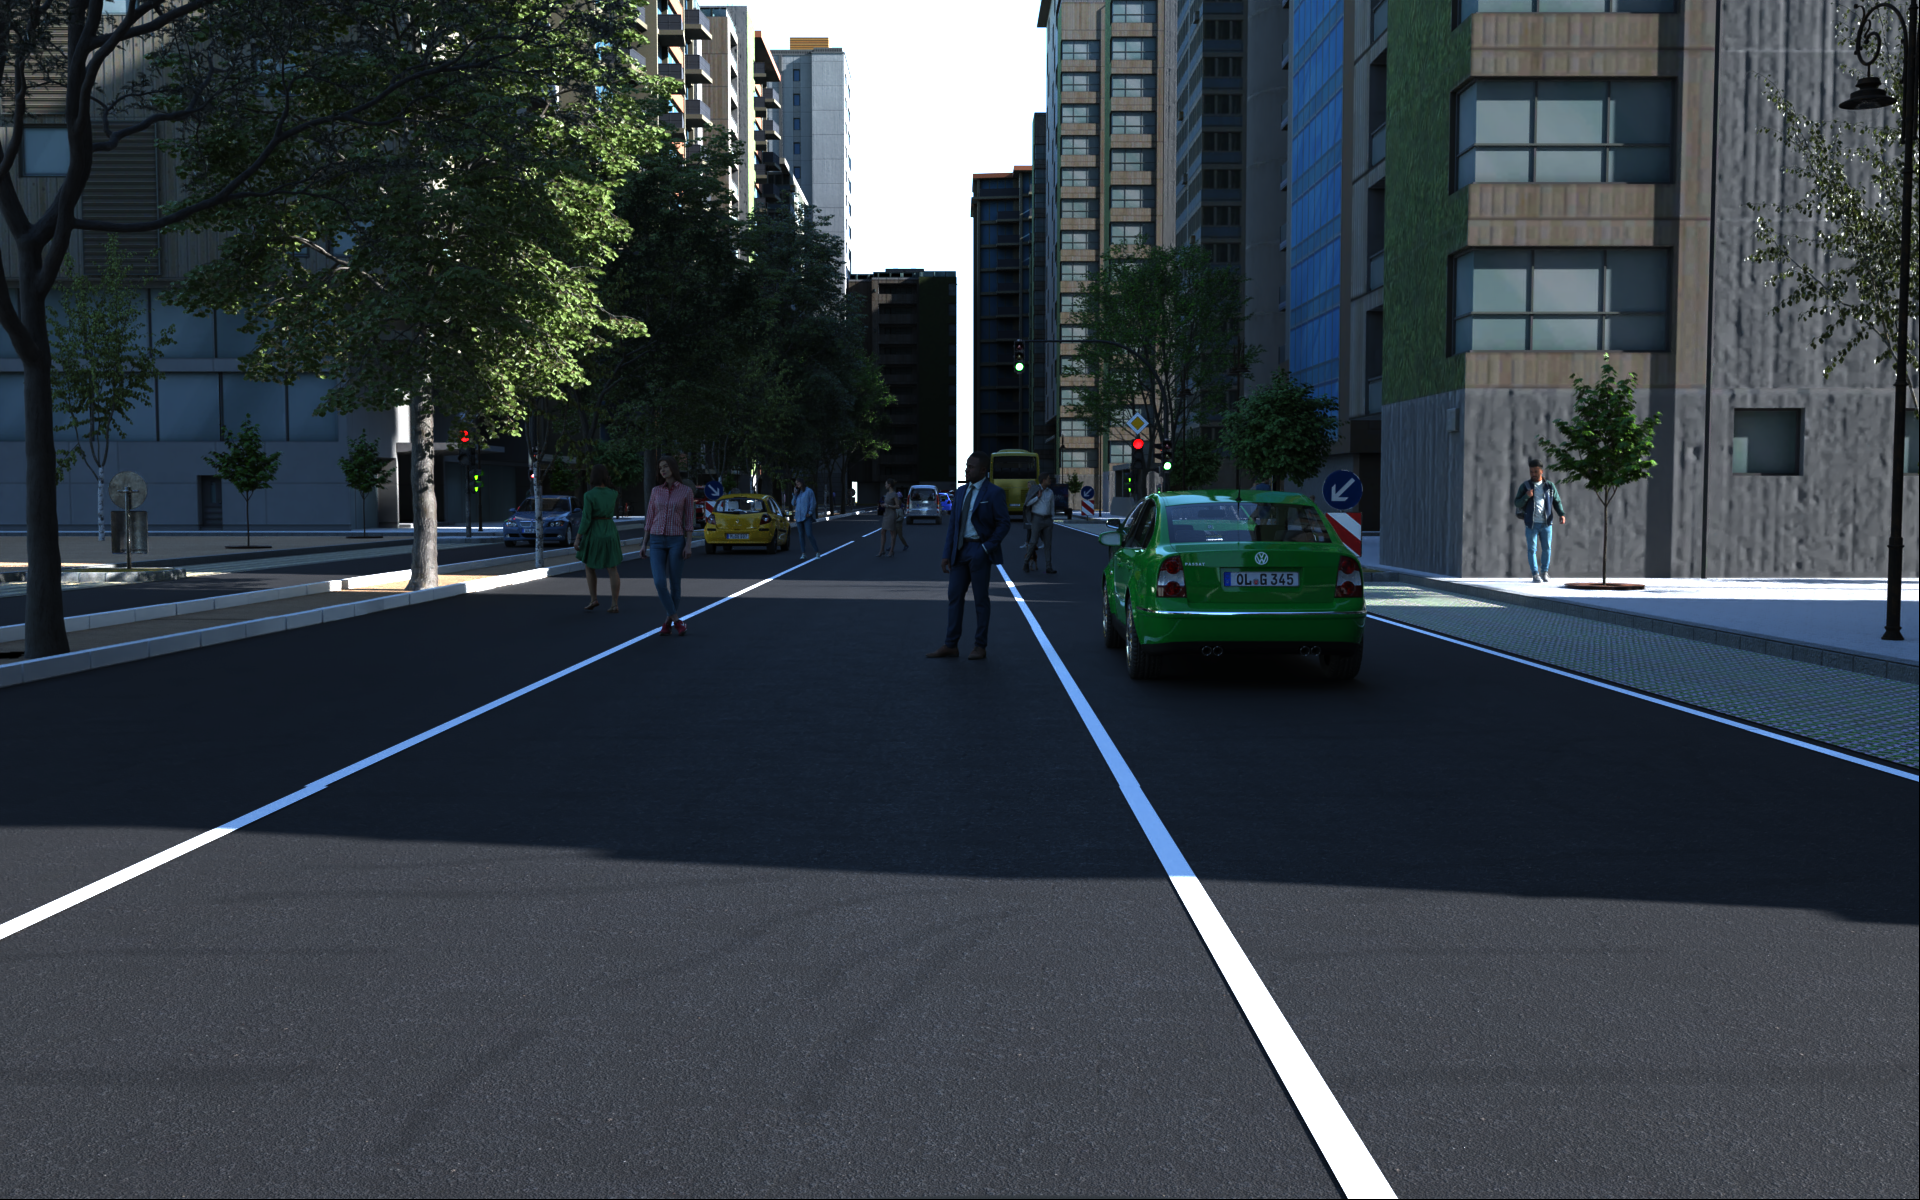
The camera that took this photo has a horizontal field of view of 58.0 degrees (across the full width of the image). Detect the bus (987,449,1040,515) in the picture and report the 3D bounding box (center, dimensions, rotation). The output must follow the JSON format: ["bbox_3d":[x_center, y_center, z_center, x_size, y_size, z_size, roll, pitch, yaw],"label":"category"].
[{"bbox_3d":[2.912,-6.283,94.271,2.896,3.916,12.252,0,4,1],"label":"bus"}]

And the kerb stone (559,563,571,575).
[{"bbox_3d":[-7.183,-0.540,31.050,0.120,0.150,1.000,0,3,0],"label":"kerb stone"}]

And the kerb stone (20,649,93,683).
[{"bbox_3d":[-7.140,0.526,13.594,0.120,0.150,1.000,0,3,0],"label":"kerb stone"}]

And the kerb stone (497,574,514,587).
[{"bbox_3d":[-7.169,-0.290,26.941,0.120,0.150,1.000,0,3,0],"label":"kerb stone"}]

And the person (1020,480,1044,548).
[{"bbox_3d":[1.949,-2.268,45.770,0.728,1.800,0.709,0,4,0],"label":"person"}]

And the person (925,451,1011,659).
[{"bbox_3d":[0.102,-0.394,15.131,0.721,1.800,0.419,2,4,31],"label":"person"}]

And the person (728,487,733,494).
[{"bbox_3d":[-17.372,-7.647,131.409,0.444,1.785,0.601,-3,4,-36],"label":"person"}]

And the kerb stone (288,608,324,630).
[{"bbox_3d":[-7.146,0.217,18.732,0.120,0.150,1.000,0,3,0],"label":"kerb stone"}]

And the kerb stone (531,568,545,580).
[{"bbox_3d":[-7.171,-0.415,29.004,0.120,0.150,1.000,0,3,0],"label":"kerb stone"}]

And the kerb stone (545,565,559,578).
[{"bbox_3d":[-7.177,-0.479,30.026,0.120,0.150,1.000,0,3,0],"label":"kerb stone"}]

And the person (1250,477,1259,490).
[{"bbox_3d":[8.481,-2.621,49.239,0.374,1.781,0.599,-2,4,-30],"label":"person"}]

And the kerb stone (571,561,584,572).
[{"bbox_3d":[-7.176,-0.604,32.077,0.120,0.150,1.000,0,3,0],"label":"kerb stone"}]

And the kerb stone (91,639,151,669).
[{"bbox_3d":[-7.144,0.464,14.616,0.120,0.150,1.000,0,3,0],"label":"kerb stone"}]

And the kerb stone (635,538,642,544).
[{"bbox_3d":[-9.322,-1.671,49.522,0.120,0.150,1.000,0,3,0],"label":"kerb stone"}]

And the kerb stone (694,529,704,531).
[{"bbox_3d":[-9.340,-2.455,62.337,0.120,0.150,1.000,0,3,0],"label":"kerb stone"}]

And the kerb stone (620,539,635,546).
[{"bbox_3d":[-9.311,-1.604,48.496,0.120,0.150,1.000,0,3,0],"label":"kerb stone"}]

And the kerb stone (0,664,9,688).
[{"bbox_3d":[-7.141,0.589,12.572,0.120,0.150,1.000,0,3,0],"label":"kerb stone"}]

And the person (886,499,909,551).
[{"bbox_3d":[-1.557,-1.893,43.721,0.640,1.303,0.475,-3,4,-37],"label":"person"}]

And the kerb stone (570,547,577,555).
[{"bbox_3d":[-9.290,-1.170,41.335,0.120,0.150,1.000,0,3,0],"label":"kerb stone"}]

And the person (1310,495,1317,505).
[{"bbox_3d":[11.878,-2.909,58.288,0.332,1.250,0.352,1,4,10],"label":"person"}]

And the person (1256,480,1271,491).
[{"bbox_3d":[8.254,-2.514,47.174,0.654,1.822,0.581,-3,5,-40],"label":"person"}]

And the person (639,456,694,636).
[{"bbox_3d":[-2.981,-0.556,17.596,0.555,1.821,0.388,0,4,-3],"label":"person"}]

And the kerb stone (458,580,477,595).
[{"bbox_3d":[-7.172,-0.165,24.890,0.120,0.150,1.000,0,3,0],"label":"kerb stone"}]

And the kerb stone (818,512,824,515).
[{"bbox_3d":[-9.466,-5.900,118.755,0.120,0.150,1.000,0,3,0],"label":"kerb stone"}]

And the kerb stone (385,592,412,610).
[{"bbox_3d":[-7.158,0.026,21.814,0.120,0.150,1.000,0,3,0],"label":"kerb stone"}]

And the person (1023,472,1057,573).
[{"bbox_3d":[1.433,-1.397,31.436,0.679,1.850,0.850,-2,4,-34],"label":"person"}]

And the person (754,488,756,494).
[{"bbox_3d":[-16.663,-8.208,139.873,0.705,1.869,1.348,1,4,12],"label":"person"}]

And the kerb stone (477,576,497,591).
[{"bbox_3d":[-7.161,-0.228,25.916,0.120,0.150,1.000,0,3,0],"label":"kerb stone"}]

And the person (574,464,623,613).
[{"bbox_3d":[-4.346,-0.747,20.964,0.529,1.795,0.600,3,5,41],"label":"person"}]

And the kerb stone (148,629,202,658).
[{"bbox_3d":[-7.148,0.400,15.648,0.120,0.150,1.000,0,3,0],"label":"kerb stone"}]

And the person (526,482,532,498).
[{"bbox_3d":[-16.821,-3.794,68.418,0.623,1.781,0.721,-3,5,-40],"label":"person"}]

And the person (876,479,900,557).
[{"bbox_3d":[-1.642,-1.867,39.370,0.374,1.781,0.599,-2,4,-34],"label":"person"}]

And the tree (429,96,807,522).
[{"bbox_3d":[-8.273,-6.264,39.289,8.767,10.594,7.601,0,3,0],"label":"tree"}]

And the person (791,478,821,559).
[{"bbox_3d":[-3.371,-1.791,38.043,0.793,1.790,0.793,0,4,2],"label":"person"}]

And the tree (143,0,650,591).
[{"bbox_3d":[-8.020,-6.425,25.630,7.486,12.596,7.792,0,3,0],"label":"tree"}]

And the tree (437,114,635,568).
[{"bbox_3d":[-8.109,-4.910,33.092,4.737,8.622,4.395,0,3,0],"label":"tree"}]

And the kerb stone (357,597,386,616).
[{"bbox_3d":[-7.150,0.090,20.784,0.120,0.150,1.000,0,3,0],"label":"kerb stone"}]

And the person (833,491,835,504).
[{"bbox_3d":[-14.634,-11.664,199.070,0.599,1.838,0.709,3,5,43],"label":"person"}]

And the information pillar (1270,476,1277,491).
[{"bbox_3d":[10.583,-3.284,58.187,0.304,2.012,0.304,0,4,-1],"label":"information pillar"}]

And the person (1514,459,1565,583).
[{"bbox_3d":[8.373,-1.144,25.102,0.623,1.781,0.721,0,4,-5],"label":"person"}]

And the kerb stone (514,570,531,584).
[{"bbox_3d":[-7.161,-0.350,27.972,0.120,0.150,1.000,0,3,0],"label":"kerb stone"}]

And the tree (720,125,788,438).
[{"bbox_3d":[-8.663,-7.785,47.872,7.486,12.596,7.792,0,3,0],"label":"tree"}]

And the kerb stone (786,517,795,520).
[{"bbox_3d":[-9.410,-4.527,96.206,0.120,0.150,1.000,0,3,0],"label":"kerb stone"}]

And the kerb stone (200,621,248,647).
[{"bbox_3d":[-7.145,0.338,16.675,0.120,0.150,1.000,0,3,0],"label":"kerb stone"}]

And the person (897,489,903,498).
[{"bbox_3d":[-5.122,-8.516,147.598,0.709,1.838,0.599,1,4,18],"label":"person"}]

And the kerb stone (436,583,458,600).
[{"bbox_3d":[-7.158,-0.102,23.868,0.120,0.150,1.000,0,3,0],"label":"kerb stone"}]

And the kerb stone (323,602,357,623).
[{"bbox_3d":[-7.145,0.149,19.762,0.120,0.150,1.000,0,3,0],"label":"kerb stone"}]

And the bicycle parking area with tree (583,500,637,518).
[{"bbox_3d":[-22.051,-6.667,96.000,8.231,4.147,9.016,1,4,9],"label":"bicycle parking area with tree"}]

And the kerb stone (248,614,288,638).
[{"bbox_3d":[-7.147,0.275,17.697,0.120,0.150,1.000,0,3,0],"label":"kerb stone"}]

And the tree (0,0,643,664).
[{"bbox_3d":[-7.945,-6.223,14.577,12.009,13.543,11.850,0,3,0],"label":"tree"}]

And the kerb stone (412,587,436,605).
[{"bbox_3d":[-7.154,-0.038,22.839,0.120,0.150,1.000,0,3,0],"label":"kerb stone"}]

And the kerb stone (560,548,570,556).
[{"bbox_3d":[-9.299,-1.108,40.313,0.120,0.150,1.000,0,3,0],"label":"kerb stone"}]

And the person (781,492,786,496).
[{"bbox_3d":[-16.825,-9.786,165.916,0.599,1.838,0.709,0,4,-5],"label":"person"}]
